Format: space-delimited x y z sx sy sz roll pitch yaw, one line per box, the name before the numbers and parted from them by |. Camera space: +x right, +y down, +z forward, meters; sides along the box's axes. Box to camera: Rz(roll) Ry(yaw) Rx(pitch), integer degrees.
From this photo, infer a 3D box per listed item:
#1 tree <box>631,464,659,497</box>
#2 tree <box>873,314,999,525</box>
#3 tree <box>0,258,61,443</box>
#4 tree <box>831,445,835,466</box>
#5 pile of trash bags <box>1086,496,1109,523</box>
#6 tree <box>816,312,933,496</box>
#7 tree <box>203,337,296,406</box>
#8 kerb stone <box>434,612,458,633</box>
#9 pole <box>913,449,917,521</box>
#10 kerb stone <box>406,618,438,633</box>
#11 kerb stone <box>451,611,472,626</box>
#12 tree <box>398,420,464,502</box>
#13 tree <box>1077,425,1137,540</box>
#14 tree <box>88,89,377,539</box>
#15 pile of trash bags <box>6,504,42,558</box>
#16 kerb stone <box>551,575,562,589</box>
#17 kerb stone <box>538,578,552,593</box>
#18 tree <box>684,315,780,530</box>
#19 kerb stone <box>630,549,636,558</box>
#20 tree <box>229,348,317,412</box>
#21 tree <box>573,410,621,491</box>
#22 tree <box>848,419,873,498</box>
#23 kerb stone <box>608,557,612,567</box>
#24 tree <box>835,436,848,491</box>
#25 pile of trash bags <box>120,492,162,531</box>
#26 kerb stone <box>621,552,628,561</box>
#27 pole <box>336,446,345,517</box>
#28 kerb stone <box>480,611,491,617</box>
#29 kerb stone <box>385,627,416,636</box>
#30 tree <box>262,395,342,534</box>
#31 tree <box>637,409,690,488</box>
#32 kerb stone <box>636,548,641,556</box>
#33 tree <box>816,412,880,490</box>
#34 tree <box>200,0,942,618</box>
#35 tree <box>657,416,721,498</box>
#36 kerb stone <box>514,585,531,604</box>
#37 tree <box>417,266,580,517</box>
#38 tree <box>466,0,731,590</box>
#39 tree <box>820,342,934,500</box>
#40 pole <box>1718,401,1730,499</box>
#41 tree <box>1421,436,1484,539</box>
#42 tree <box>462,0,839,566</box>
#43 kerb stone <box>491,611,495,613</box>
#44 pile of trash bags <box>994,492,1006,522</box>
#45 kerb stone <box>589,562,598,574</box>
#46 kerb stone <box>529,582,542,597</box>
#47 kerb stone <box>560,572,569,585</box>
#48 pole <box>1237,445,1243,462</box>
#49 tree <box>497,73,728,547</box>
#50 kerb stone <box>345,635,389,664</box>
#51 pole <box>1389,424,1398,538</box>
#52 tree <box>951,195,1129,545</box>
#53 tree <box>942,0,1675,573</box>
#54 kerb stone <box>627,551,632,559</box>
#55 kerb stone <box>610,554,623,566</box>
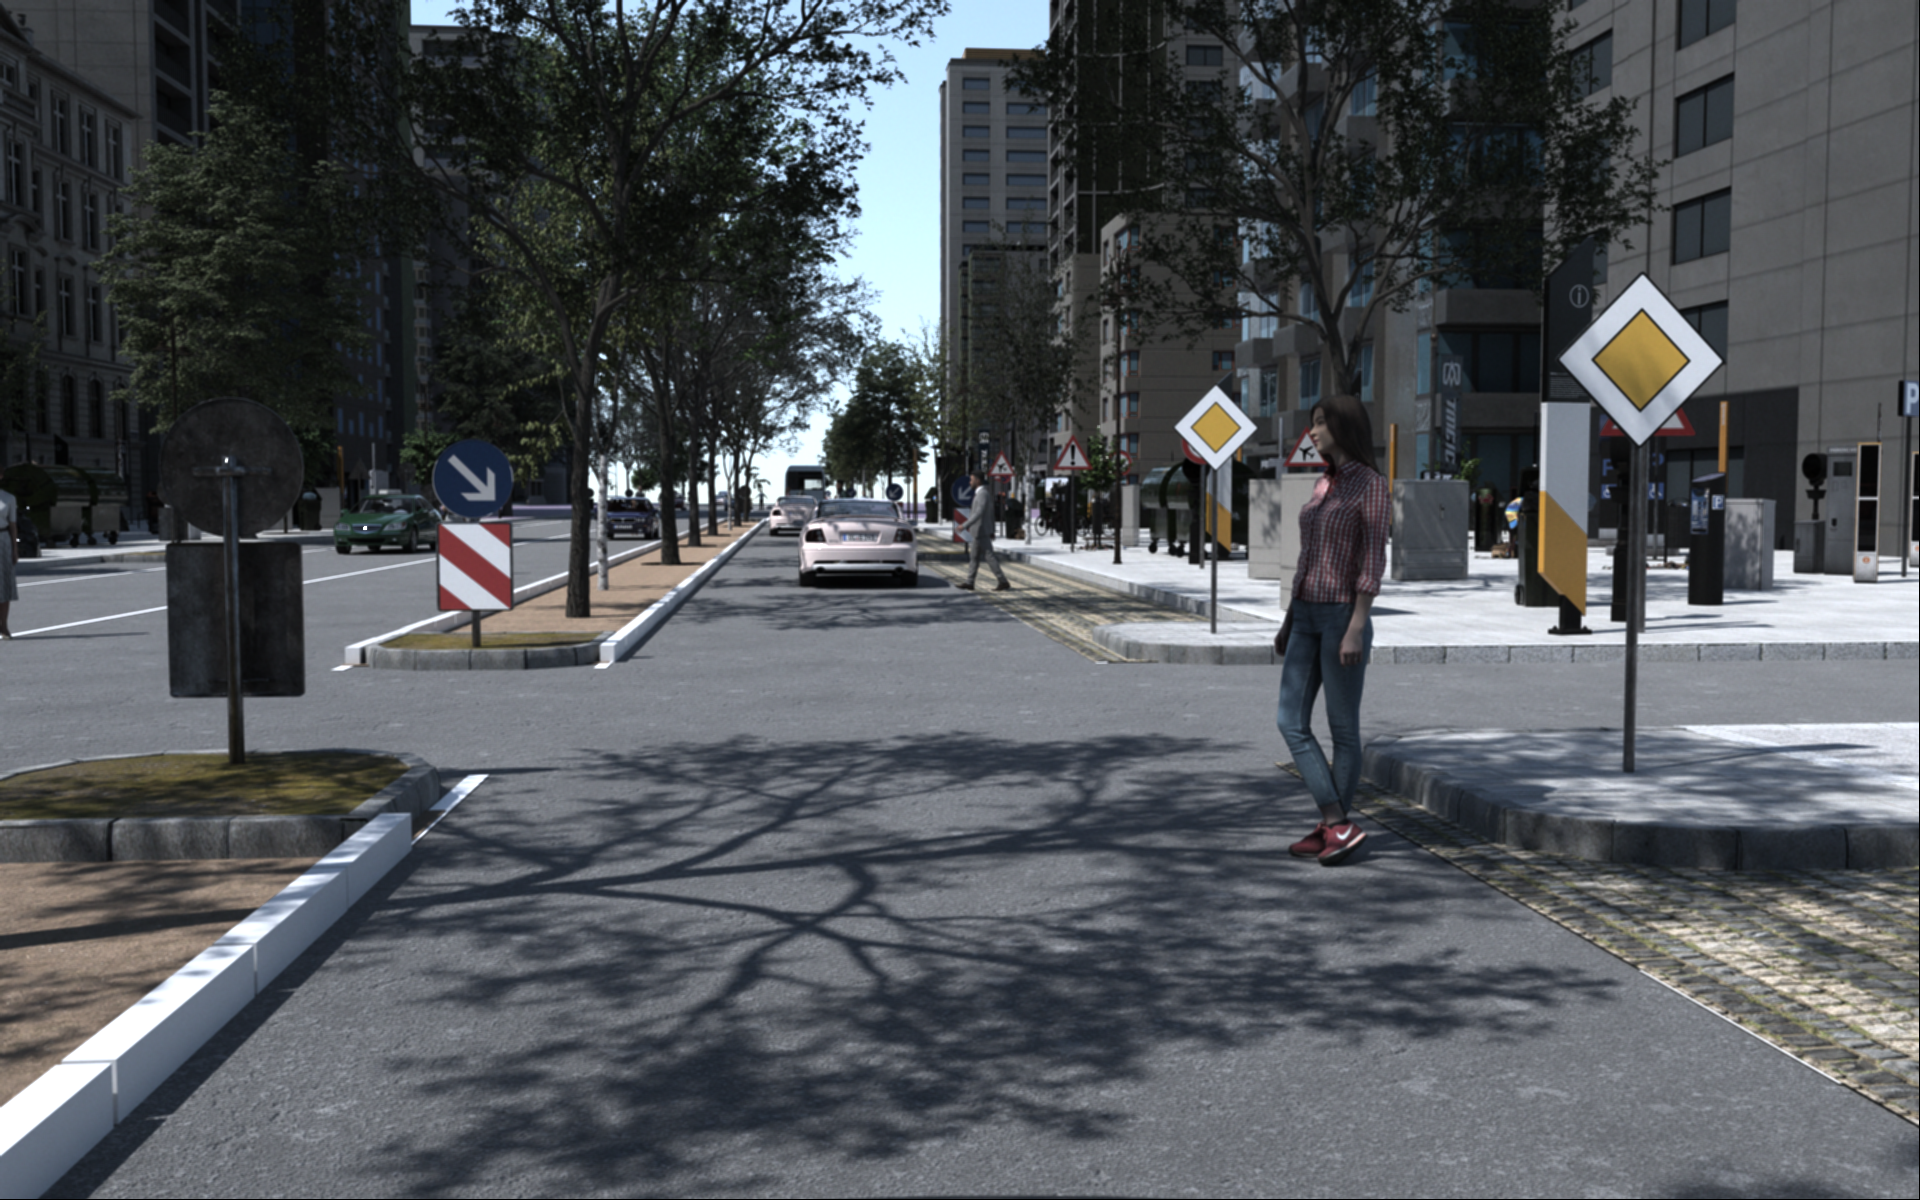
tree | -34.022 -12.411 186.634 4.285 4.588 4.351 0 3 0
tree | -0.702 -7.375 70.940 4.737 8.622 4.395 0 3 0
tree | -29.903 -6.262 52.752 4.737 8.622 4.395 0 3 0
tree | -12.410 -14.924 194.373 4.737 8.622 4.395 0 3 0
pile of trash bags | 6.844 -4.096 76.722 3.447 1.369 1.912 -1 4 -21
tree | -8.834 -19.664 177.402 12.611 20.169 13.585 0 3 0
tree | -31.076 -7.673 75.823 4.360 8.622 3.978 0 3 0
kerb stone | -5.419 0.258 18.042 0.120 0.150 1.000 0 4 -5
pole | -2.018 -5.154 78.112 0.158 3.312 0.155 0 3 0
kerb stone | -5.325 0.316 17.024 0.120 0.150 1.000 0 4 -5
kerb stone | -5.515 0.191 19.073 0.120 0.150 1.000 0 4 -5
tree | -23.402 -5.705 76.998 4.285 4.588 4.351 0 3 0
tree | 3.874 -3.319 48.869 1.663 3.219 1.824 0 3 0
tree | -20.276 -7.988 48.735 7.486 12.596 7.792 0 3 0
pile of trash bags | -20.245 -1.515 34.517 3.447 1.369 1.912 -2 4 -26
kerb stone | -6.195 -0.247 26.237 0.120 0.150 1.000 0 4 -5
kerb stone | -6.105 -0.185 25.219 0.120 0.150 1.000 0 4 -5
tree | -8.957 -6.999 67.257 4.360 8.622 3.978 0 3 0
kerb stone | -7.352 -0.996 38.478 0.120 0.150 1.000 0 4 -5
tree | -33.912 -8.236 85.019 4.737 8.622 4.395 0 3 0
tree | -30.038 -11.863 144.319 4.360 8.622 3.978 0 3 0
tree | -6.331 -11.743 142.365 4.737 8.622 4.395 0 3 0
kerb stone | -6.871 -0.684 33.382 0.120 0.150 1.000 0 4 -5
tree | -7.411 -12.065 147.626 4.737 8.622 4.395 0 3 0
pile of trash bags | -29.333 -3.066 59.877 3.447 1.369 1.912 -3 5 -41
kerb stone | -7.158 -0.869 36.435 0.120 0.150 1.000 0 4 -5
pole | -26.379 -4.893 73.849 0.158 3.312 0.155 0 3 0
kerb stone | -5.617 0.128 20.098 0.120 0.150 1.000 0 4 -5
kerb stone | -5.221 0.384 16.002 0.120 0.150 1.000 0 4 -5
tree | -21.733 -4.409 55.795 4.285 4.588 4.351 0 3 0
tree | -36.107 -17.958 211.733 7.486 12.596 7.792 0 3 0
kerb stone | -7.450 -1.058 39.495 0.120 0.150 1.000 0 4 -5
tree | -15.595 -19.754 239.981 9.611 12.733 9.660 0 3 0
tree | -4.408 -5.045 19.359 8.767 10.594 7.601 0 4 -5
tree | -38.815 -19.933 242.904 9.611 12.733 9.660 0 3 0
kerb stone | -5.913 -0.059 23.164 0.120 0.150 1.000 0 4 -5
tree | -25.772 -11.709 98.101 9.857 13.997 8.962 0 3 0
tree | -5.347 -4.452 25.615 4.737 8.622 4.395 0 3 0
tree | -5.518 -12.920 129.364 7.486 12.596 7.792 0 3 0
pole | 16.834 -2.713 38.206 0.158 3.312 0.155 0 3 0
tree | 14.271 -3.370 49.704 1.663 3.219 1.824 0 3 0
tree | -5.949 -6.507 34.609 9.928 11.665 9.643 0 3 0
kerb stone | -5.712 0.066 21.123 0.120 0.150 1.000 0 4 -5
pile of trash bags | 2.079 -4.308 80.182 1.912 1.369 3.447 0 4 -7
kerb stone | -6.773 -0.622 32.363 0.120 0.150 1.000 0 4 -5
kerb stone | -6.007 -0.120 24.191 0.120 0.150 1.000 0 4 -5
kerb stone | -6.294 -0.308 27.254 0.120 0.150 1.000 0 4 -5
pole | 10.509 -4.360 65.123 0.158 3.312 0.155 0 3 0
tree | -7.230 -8.182 46.602 12.009 13.543 11.850 0 3 0
kerb stone | -5.127 0.441 14.980 0.120 0.150 1.000 0 4 -5
pole | 12.620 -3.463 50.460 0.158 3.312 0.155 0 3 0
tree | 1.933 -5.714 43.790 4.360 8.622 3.978 0 3 0
tree | 4.950 -5.351 21.903 8.767 10.594 7.601 -1 4 -14
kerb stone | -7.259 -0.933 37.452 0.120 0.150 1.000 0 4 -5
kerb stone | -7.065 -0.809 35.417 0.120 0.150 1.000 0 4 -5
